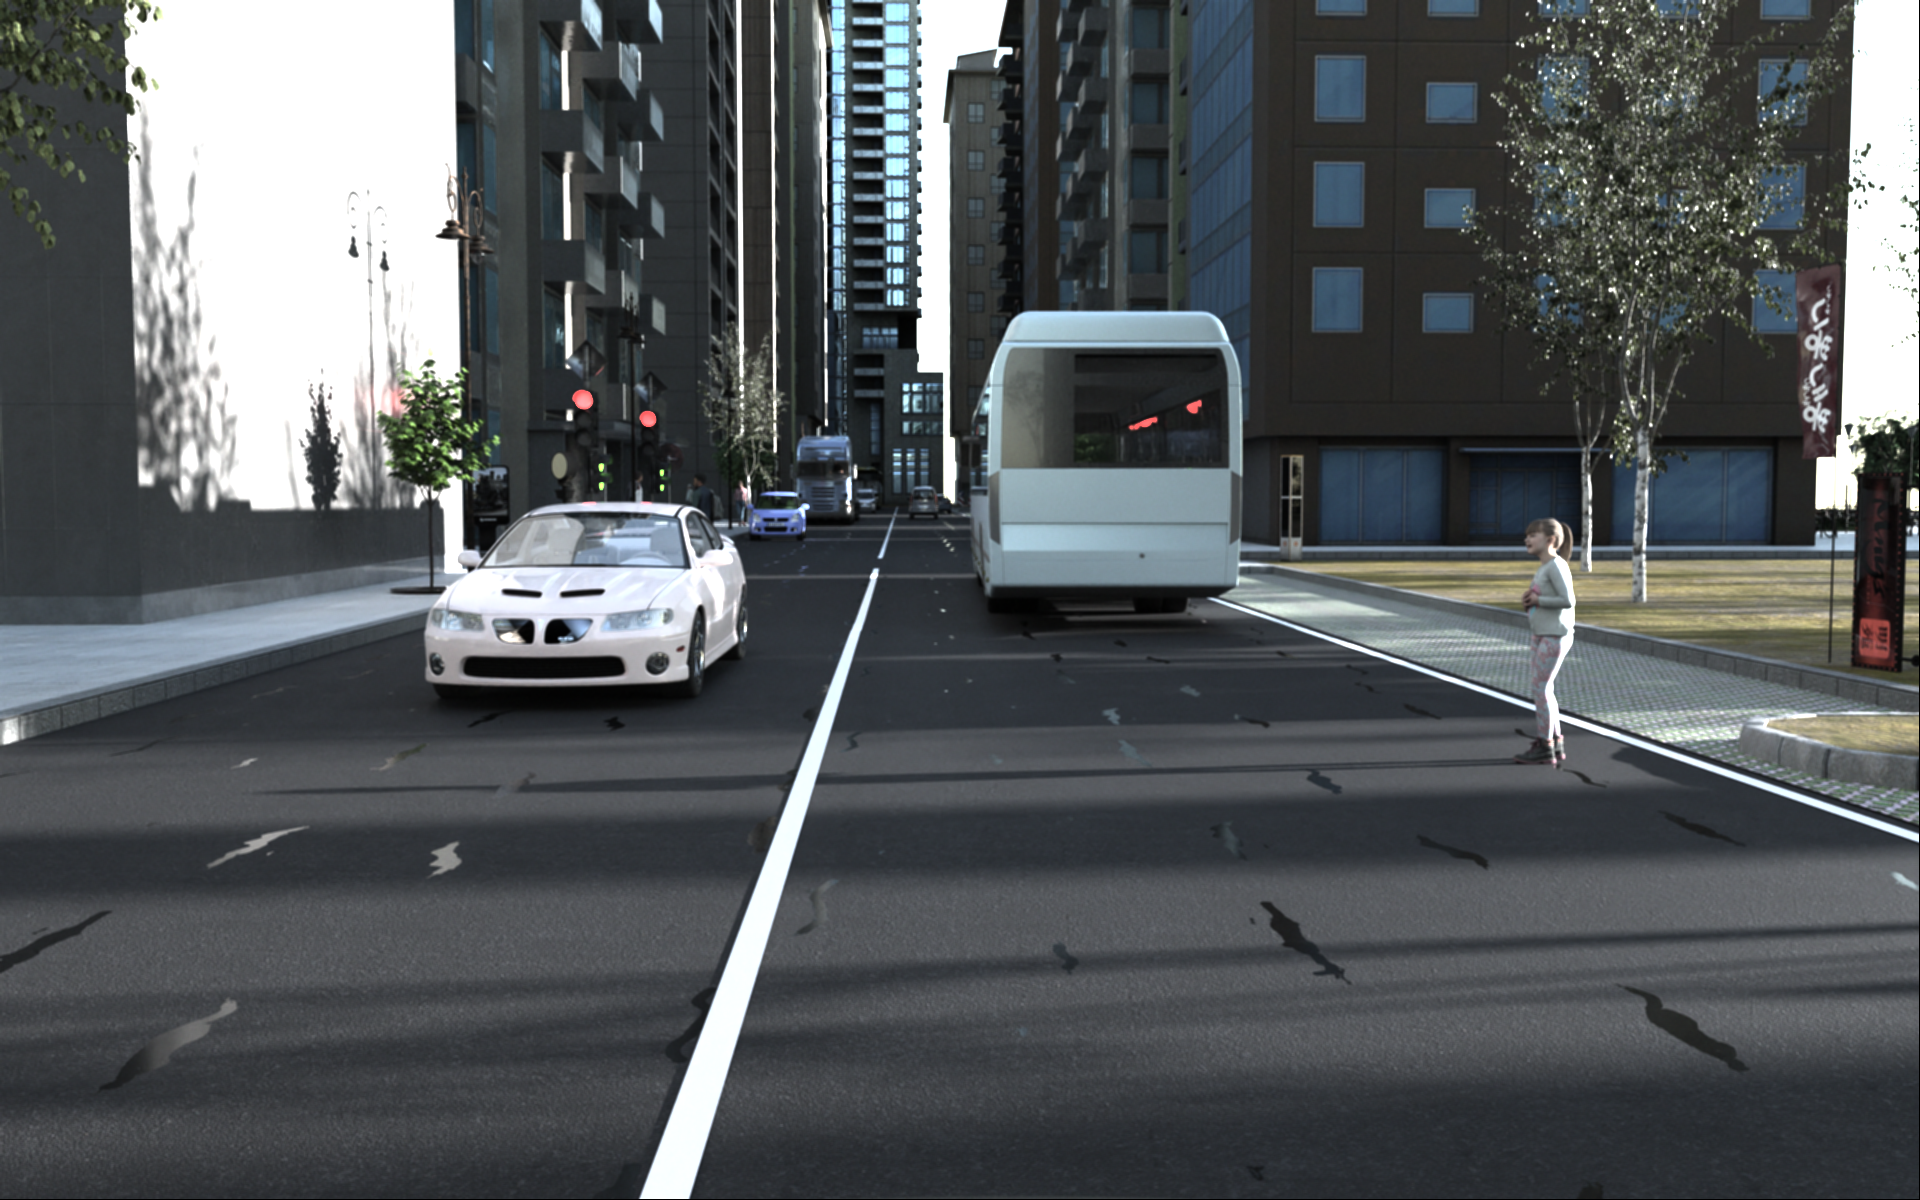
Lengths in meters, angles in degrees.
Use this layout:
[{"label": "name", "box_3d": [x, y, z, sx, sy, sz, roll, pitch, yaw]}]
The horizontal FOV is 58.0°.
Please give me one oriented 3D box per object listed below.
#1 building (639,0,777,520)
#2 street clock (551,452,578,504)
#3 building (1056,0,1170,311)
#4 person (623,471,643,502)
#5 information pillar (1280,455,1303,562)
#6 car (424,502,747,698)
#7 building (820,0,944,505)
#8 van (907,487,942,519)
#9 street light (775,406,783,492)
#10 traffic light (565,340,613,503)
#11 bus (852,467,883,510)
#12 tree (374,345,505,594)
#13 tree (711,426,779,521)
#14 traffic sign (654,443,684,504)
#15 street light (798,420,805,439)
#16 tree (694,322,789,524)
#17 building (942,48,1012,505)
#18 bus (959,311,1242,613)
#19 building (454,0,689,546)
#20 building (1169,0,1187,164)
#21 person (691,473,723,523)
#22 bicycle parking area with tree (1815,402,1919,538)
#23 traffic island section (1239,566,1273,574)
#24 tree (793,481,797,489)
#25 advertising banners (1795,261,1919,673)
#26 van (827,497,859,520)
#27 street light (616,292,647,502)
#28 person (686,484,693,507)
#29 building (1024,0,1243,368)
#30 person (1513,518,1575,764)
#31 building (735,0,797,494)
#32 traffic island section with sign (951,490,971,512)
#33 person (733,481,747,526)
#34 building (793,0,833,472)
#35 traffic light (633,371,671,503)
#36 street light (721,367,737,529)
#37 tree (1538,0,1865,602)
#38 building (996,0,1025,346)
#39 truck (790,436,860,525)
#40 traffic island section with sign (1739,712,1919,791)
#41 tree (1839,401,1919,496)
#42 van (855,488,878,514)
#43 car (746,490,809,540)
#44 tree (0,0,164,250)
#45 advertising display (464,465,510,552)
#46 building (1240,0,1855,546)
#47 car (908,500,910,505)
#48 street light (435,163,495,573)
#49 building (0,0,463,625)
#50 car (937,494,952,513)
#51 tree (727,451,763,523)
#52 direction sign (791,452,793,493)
[{"label": "building", "box_3d": [-20.848, -40.161, 94.886, 20.563, 71.187, 20.611, 0, 4, -2]}, {"label": "street clock", "box_3d": [-6.852, -1.558, 30.036, 0.471, 2.002, 0.358, 3, 5, 40]}, {"label": "building", "box_3d": [17.072, -29.075, 94.990, 23.786, 49.044, 30.456, 0, 4, -2]}, {"label": "person", "box_3d": [-7.829, -2.177, 41.731, 0.850, 1.850, 0.679, 0, 4, 5]}, {"label": "information pillar", "box_3d": [6.302, -1.740, 32.933, 0.304, 2.012, 0.304, -2, 4, -28]}, {"label": "car", "box_3d": [-2.778, -0.081, 13.684, 2.083, 1.381, 4.827, 0, 4, -1]}, {"label": "building", "box_3d": [-17.649, -54.781, 208.346, 31.000, 86.520, 22.319, 0, 4, -2]}, {"label": "van", "box_3d": [-2.062, -5.647, 99.332, 2.013, 2.044, 4.112, 0, 4, -1]}, {"label": "street light", "box_3d": [-9.030, -6.945, 86.334, 0.468, 5.910, 1.993, 0, 4, -2]}, {"label": "traffic light", "box_3d": [-6.779, -2.609, 31.581, 0.839, 4.253, 0.868, 0, 4, -2]}, {"label": "bus", "box_3d": [-8.555, -10.293, 159.839, 2.896, 3.916, 12.252, 0, 4, -1]}, {"label": "tree", "box_3d": [-6.783, -1.713, 22.603, 1.663, 3.219, 1.824, 0, 3, 0]}, {"label": "tree", "box_3d": [-10.091, -5.995, 81.730, 4.285, 4.588, 4.351, 0, 3, 0]}, {"label": "traffic sign", "box_3d": [-7.294, -2.647, 43.379, 0.768, 2.556, 0.104, 0, 4, 6]}, {"label": "street light", "box_3d": [-9.886, -8.322, 108.844, 0.468, 5.910, 1.993, 0, 4, -2]}, {"label": "tree", "box_3d": [-9.043, -7.519, 73.292, 4.360, 8.622, 3.978, 0, 3, 0]}, {"label": "building", "box_3d": [11.891, -38.231, 214.313, 27.495, 52.752, 28.713, 0, 4, -2]}, {"label": "bus", "box_3d": [1.506, -1.787, 24.074, 2.948, 3.499, 13.247, 0, 4, -1]}, {"label": "building", "box_3d": [-21.568, -26.545, 53.614, 23.786, 49.044, 30.456, 0, 4, -2]}, {"label": "building", "box_3d": [14.749, -23.323, 64.920, 14.154, 41.232, 14.086, 0, 4, -2]}, {"label": "person", "box_3d": [-4.765, -1.421, 31.714, 0.794, 1.824, 0.713, -3, 4, -37]}, {"label": "bicycle parking area with tree", "box_3d": [27.280, -4.096, 53.972, 8.231, 4.147, 9.016, 1, 4, 16]}, {"label": "traffic island section", "box_3d": [4.516, -0.600, 32.088, 2.009, 0.180, 2.903, 0, 4, -2]}, {"label": "tree", "box_3d": [-10.088, -7.190, 112.164, 1.663, 3.219, 1.824, 0, 3, 0]}, {"label": "advertising banners", "box_3d": [6.711, -1.001, 12.560, 0.090, 3.025, 2.074, -1, 4, -11]}, {"label": "van", "box_3d": [-6.671, -5.547, 97.709, 2.013, 2.044, 4.112, 0, 4, -2]}, {"label": "street light", "box_3d": [-7.517, -4.098, 39.790, 0.468, 5.910, 1.993, 0, 4, -2]}, {"label": "person", "box_3d": [-13.305, -4.844, 85.734, 0.515, 1.767, 0.782, 1, 4, 9]}, {"label": "building", "box_3d": [12.192, -29.328, 129.625, 14.600, 45.320, 14.200, 0, 4, -2]}, {"label": "person", "box_3d": [3.125, 0.214, 9.274, 0.394, 1.301, 0.425, -1, 4, -17]}, {"label": "building", "box_3d": [-18.976, -26.751, 120.967, 14.154, 41.232, 14.086, 0, 4, -2]}, {"label": "traffic island section with sign", "box_3d": [-0.066, -9.791, 168.707, 1.989, 1.847, 2.006, 0, 4, -2]}, {"label": "person", "box_3d": [-8.842, -3.887, 69.609, 0.555, 1.821, 0.388, -1, 4, -19]}, {"label": "building", "box_3d": [-27.005, -35.801, 174.591, 27.495, 52.752, 28.713, 0, 4, -2]}, {"label": "traffic light", "box_3d": [-7.047, -3.097, 39.561, 0.839, 4.253, 0.868, 0, 4, -2]}, {"label": "street light", "box_3d": [-8.384, -5.520, 63.048, 0.468, 5.910, 1.993, 0, 4, -2]}, {"label": "tree", "box_3d": [8.316, -4.283, 20.385, 4.360, 8.622, 3.978, 0, 3, 0]}, {"label": "building", "box_3d": [14.523, -30.373, 151.225, 22.147, 44.769, 28.867, 0, 4, -2]}, {"label": "truck", "box_3d": [-6.407, -5.891, 86.069, 2.967, 4.110, 18.799, 0, 4, -2]}, {"label": "traffic island section with sign", "box_3d": [5.298, -0.029, 9.095, 1.989, 1.847, 2.006, 0, 4, -2]}, {"label": "tree", "box_3d": [59.654, -8.662, 104.534, 11.467, 7.101, 20.602, -1, 4, -11]}, {"label": "van", "box_3d": [-7.087, -7.445, 128.734, 2.013, 2.044, 4.112, 0, 4, -3]}, {"label": "car", "box_3d": [-5.744, -2.759, 54.701, 1.945, 1.707, 3.694, 0, 4, -4]}, {"label": "tree", "box_3d": [-6.922, -3.695, 10.779, 4.737, 8.622, 4.395, 0, 3, 0]}, {"label": "advertising display", "box_3d": [-10.562, -2.048, 38.694, 0.974, 1.923, 0.123, -1, 4, -12]}, {"label": "building", "box_3d": [14.229, -24.321, 47.757, 14.200, 45.320, 14.600, 0, 4, -2]}, {"label": "car", "box_3d": [-3.380, -8.094, 144.921, 1.945, 1.354, 3.894, 0, 4, -2]}, {"label": "street light", "box_3d": [-6.993, -3.170, 24.621, 0.468, 5.910, 1.993, 0, 4, -2]}, {"label": "building", "box_3d": [-23.162, -12.459, 22.775, 30.058, 24.678, 14.314, 0, 4, -2]}, {"label": "car", "box_3d": [-1.547, -7.159, 129.051, 2.014, 1.417, 4.499, 0, 4, -2]}, {"label": "tree", "box_3d": [-9.895, -5.073, 77.540, 1.663, 3.219, 1.824, 0, 3, 0]}, {"label": "direction sign", "box_3d": [-9.004, -6.178, 93.014, 0.379, 3.537, 0.876, 0, 4, 1]}]
